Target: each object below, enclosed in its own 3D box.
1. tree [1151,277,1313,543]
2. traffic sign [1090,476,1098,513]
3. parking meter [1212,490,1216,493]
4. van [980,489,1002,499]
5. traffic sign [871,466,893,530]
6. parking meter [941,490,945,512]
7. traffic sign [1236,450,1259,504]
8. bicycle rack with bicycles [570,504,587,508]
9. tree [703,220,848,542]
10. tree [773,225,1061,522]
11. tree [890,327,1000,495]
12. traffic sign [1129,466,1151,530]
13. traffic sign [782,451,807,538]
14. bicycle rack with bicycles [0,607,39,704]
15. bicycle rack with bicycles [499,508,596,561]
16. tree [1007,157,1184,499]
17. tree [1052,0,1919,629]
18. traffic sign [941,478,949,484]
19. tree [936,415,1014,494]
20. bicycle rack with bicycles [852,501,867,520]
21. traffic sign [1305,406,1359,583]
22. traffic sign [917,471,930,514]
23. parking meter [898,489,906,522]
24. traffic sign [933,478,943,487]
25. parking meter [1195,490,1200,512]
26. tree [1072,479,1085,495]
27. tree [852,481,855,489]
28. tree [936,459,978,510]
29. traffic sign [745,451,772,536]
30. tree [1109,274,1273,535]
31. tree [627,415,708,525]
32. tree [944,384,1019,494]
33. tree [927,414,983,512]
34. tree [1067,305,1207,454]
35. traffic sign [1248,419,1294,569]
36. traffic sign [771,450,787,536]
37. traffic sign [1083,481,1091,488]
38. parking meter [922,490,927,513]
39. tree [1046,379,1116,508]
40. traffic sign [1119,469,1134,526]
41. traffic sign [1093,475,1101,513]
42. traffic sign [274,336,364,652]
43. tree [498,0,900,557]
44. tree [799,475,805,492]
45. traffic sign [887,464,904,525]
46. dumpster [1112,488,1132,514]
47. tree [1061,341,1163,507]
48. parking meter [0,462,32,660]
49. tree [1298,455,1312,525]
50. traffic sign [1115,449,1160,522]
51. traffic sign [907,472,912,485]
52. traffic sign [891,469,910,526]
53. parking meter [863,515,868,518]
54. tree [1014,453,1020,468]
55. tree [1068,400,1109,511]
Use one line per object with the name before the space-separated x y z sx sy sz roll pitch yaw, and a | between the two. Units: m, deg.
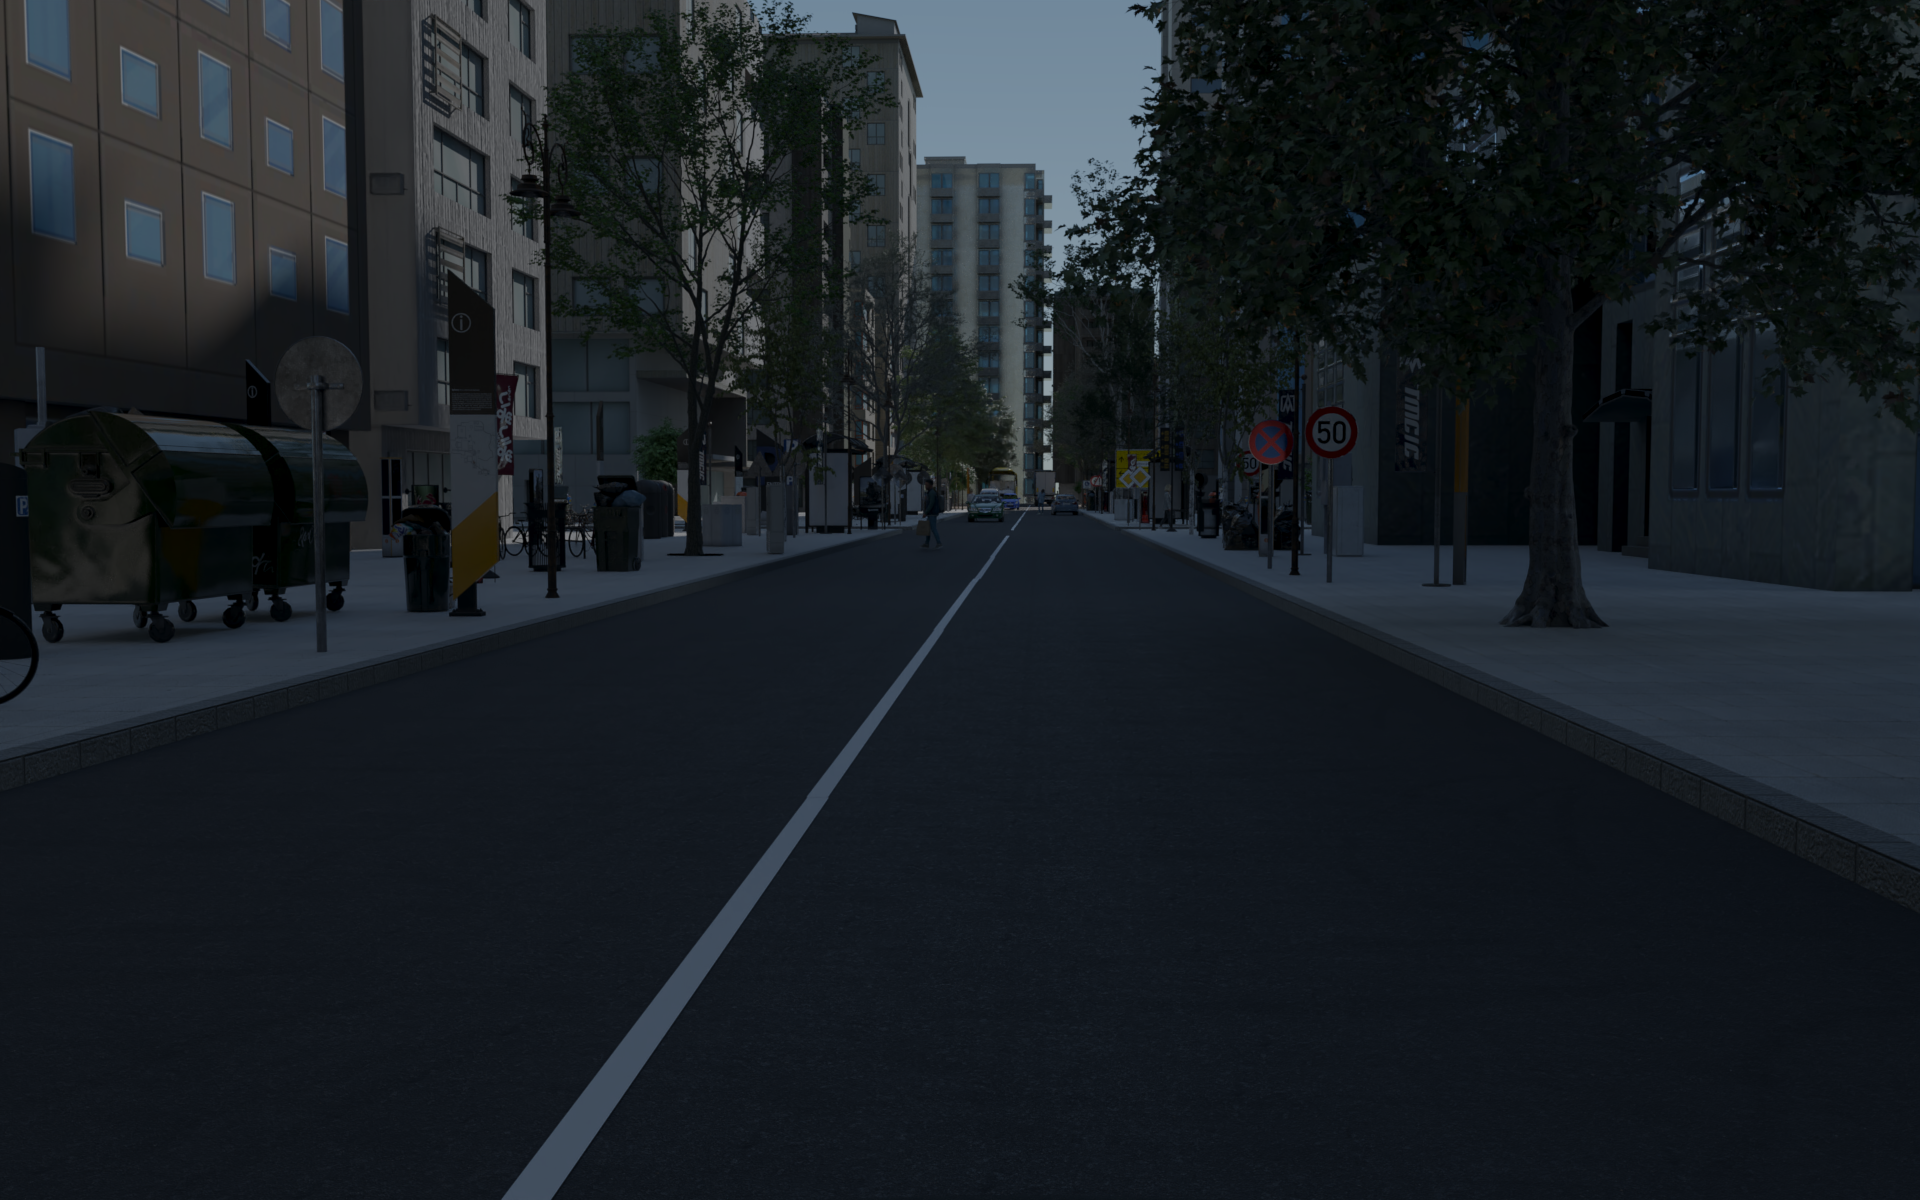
tree | 7.169 -5.792 45.056 4.737 8.622 4.395 0 3 0
traffic sign | 9.321 -7.272 119.007 0.768 2.556 0.104 0 4 4
parking meter | 15.530 -5.935 105.444 0.372 1.533 0.369 0 3 0
van | 2.225 -7.573 130.823 2.013 2.044 4.112 0 4 4
traffic sign | -2.780 -3.573 62.055 0.795 2.450 0.064 0 4 3
parking meter | -1.249 -6.956 122.148 0.372 1.533 0.369 0 3 0
traffic sign | 8.351 -3.055 50.052 0.768 2.556 0.104 0 4 8
bicycle rack with bicycles | -13.055 -2.809 59.317 2.925 0.926 2.852 0 4 5
tree | -4.800 -5.865 46.249 4.737 8.622 4.395 0 3 0
tree | -3.277 -10.280 78.448 12.009 13.543 11.850 0 3 0
tree | -1.208 -12.105 116.046 7.486 12.596 7.792 0 3 0
traffic sign | 6.404 -3.546 61.620 0.795 2.450 0.064 0 4 3
traffic sign | -4.859 -3.093 50.679 0.768 2.556 0.104 0 4 4
bicycle rack with bicycles | -7.042 0.185 10.351 2.925 0.926 2.852 0 4 -8
bicycle rack with bicycles | -8.656 -1.303 34.693 2.852 0.926 2.925 -2 4 -35
tree | 8.049 -14.963 100.542 12.611 20.169 13.585 0 3 0
tree | 5.685 -6.092 16.608 9.611 12.733 9.660 0 3 0
traffic sign | -1.244 -8.364 136.865 0.768 2.556 0.104 1 4 9
tree | 0.728 -14.906 178.118 7.601 10.594 8.767 1 4 12
bicycle rack with bicycles | -5.518 -4.438 85.940 2.925 0.926 2.852 1 4 17
traffic sign | 5.353 -1.524 25.029 0.768 2.556 0.104 0 4 4
traffic sign | -2.044 -5.922 96.934 0.768 2.556 0.104 0 4 7
parking meter | -2.708 -4.421 80.701 0.372 1.533 0.369 0 3 0
traffic sign | -1.687 -7.857 128.466 0.884 2.594 0.081 1 4 11
parking meter | 15.866 -6.548 115.466 0.372 1.533 0.369 0 3 0
tree | 15.344 -13.875 221.450 1.663 3.219 1.824 0 3 0
tree | -7.170 -6.841 106.455 1.663 3.219 1.824 0 3 0
tree | -0.084 -10.232 151.009 4.285 4.588 4.351 0 3 0
traffic sign | -6.067 -3.204 52.386 0.884 2.594 0.081 0 4 7
tree | 7.552 -6.380 54.668 4.360 8.622 3.978 0 3 0
tree | -12.287 -5.420 72.326 4.285 4.588 4.351 0 3 0
tree | 2.295 -17.512 192.974 9.857 13.997 8.962 0 3 0
tree | -0.632 -10.651 124.512 4.737 8.622 4.395 0 3 0
tree | 8.755 -9.278 86.100 7.601 10.594 8.767 -2 4 -25
traffic sign | 5.326 -1.810 29.699 0.768 2.556 0.104 1 4 9
traffic sign | -5.189 -3.150 51.506 0.884 2.594 0.081 1 4 12
traffic sign | 9.633 -7.906 131.393 0.606 2.300 0.079 0 4 7
parking meter | -2.702 -7.558 131.983 0.372 1.533 0.369 0 3 0
tree | 11.337 -14.077 155.918 9.928 11.665 9.643 0 3 0
traffic sign | 6.766 -4.034 69.597 0.795 2.450 0.064 0 4 3
traffic sign | 9.303 -7.061 115.456 0.884 2.594 0.081 1 4 12
traffic sign | -5.188 -0.850 14.004 0.768 2.556 0.104 0 4 8
tree | -5.357 -6.725 35.702 9.928 11.665 9.643 0 3 0
tree | -7.844 -5.979 92.354 1.663 3.219 1.824 0 3 0
traffic sign | -2.729 -4.441 72.721 0.768 2.556 0.104 0 4 4
dumpster | 10.566 -6.533 112.575 1.264 1.857 1.865 0 4 2
tree | 11.229 -13.819 136.303 12.009 13.543 11.850 0 3 0
parking meter | -7.462 -0.312 13.506 0.372 1.533 0.369 0 3 0
tree | 14.983 -4.727 71.883 1.663 3.219 1.824 0 3 0
traffic sign | 8.203 -5.196 78.834 2.265 3.308 0.079 0 4 4
traffic sign | -3.037 -5.881 96.262 0.768 2.556 0.104 0 4 4
traffic sign | -2.418 -4.061 70.032 0.795 2.450 0.064 0 4 3
parking meter | -5.045 -5.202 93.462 0.372 1.533 0.369 0 3 0
tree | 3.387 -17.325 217.667 8.767 10.594 7.601 0 4 2
tree | 10.168 -10.905 128.657 4.360 8.622 3.978 0 3 0
